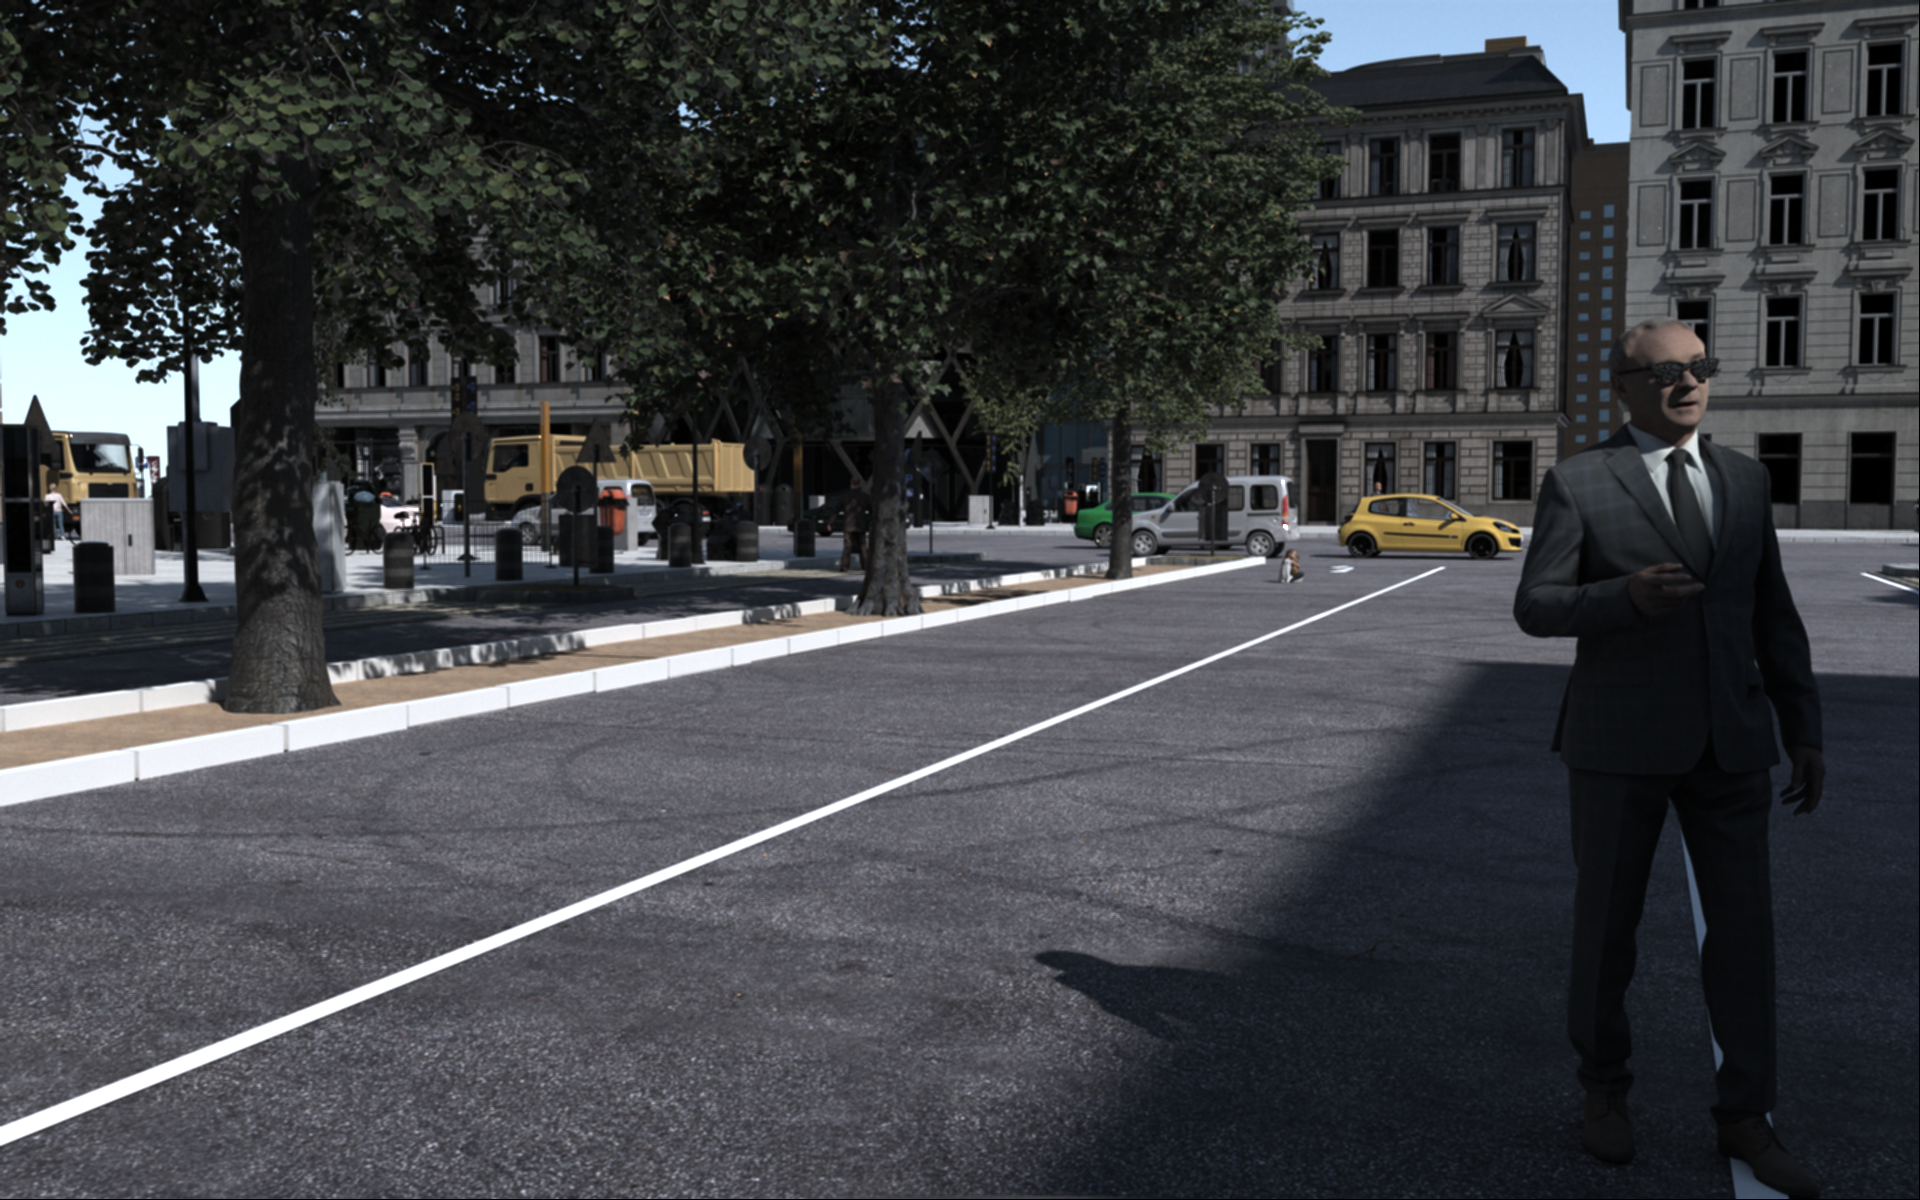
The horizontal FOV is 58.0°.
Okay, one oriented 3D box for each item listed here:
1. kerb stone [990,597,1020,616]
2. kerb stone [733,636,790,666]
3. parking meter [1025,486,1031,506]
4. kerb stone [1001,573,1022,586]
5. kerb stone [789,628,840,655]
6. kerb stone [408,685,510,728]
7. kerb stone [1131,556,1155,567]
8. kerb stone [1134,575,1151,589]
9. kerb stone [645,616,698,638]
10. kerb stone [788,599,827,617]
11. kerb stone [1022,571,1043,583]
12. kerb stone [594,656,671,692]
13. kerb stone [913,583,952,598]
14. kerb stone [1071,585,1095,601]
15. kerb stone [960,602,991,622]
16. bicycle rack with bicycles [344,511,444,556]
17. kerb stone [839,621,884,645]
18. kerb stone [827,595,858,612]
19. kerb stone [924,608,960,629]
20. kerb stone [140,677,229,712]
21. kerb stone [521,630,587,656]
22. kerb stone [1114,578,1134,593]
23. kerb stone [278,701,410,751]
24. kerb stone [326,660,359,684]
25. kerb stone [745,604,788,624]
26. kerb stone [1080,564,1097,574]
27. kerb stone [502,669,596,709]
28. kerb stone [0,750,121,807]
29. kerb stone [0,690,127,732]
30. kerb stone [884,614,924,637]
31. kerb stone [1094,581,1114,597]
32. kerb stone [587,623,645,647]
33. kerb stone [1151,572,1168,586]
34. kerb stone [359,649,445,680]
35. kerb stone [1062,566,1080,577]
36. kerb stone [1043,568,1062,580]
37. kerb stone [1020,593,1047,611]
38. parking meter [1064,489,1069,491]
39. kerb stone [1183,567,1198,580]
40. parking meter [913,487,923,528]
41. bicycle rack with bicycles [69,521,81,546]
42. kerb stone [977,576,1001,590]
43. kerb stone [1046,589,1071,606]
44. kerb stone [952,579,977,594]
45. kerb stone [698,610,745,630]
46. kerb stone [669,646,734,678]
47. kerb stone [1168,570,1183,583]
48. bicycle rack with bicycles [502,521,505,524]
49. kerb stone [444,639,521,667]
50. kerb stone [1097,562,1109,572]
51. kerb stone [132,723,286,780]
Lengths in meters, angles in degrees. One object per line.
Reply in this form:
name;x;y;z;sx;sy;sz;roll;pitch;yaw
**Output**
kerb stone;0.467;0.092;20.696;0.120;0.150;1.000;1;4;21
kerb stone;-1.763;0.446;14.911;0.120;0.150;1.000;1;4;21
parking meter;5.213;-7.749;132.410;0.399;1.863;0.255;1;4;15
kerb stone;0.719;-0.303;27.151;0.120;0.150;1.000;1;4;21
kerb stone;-1.387;0.386;15.887;0.120;0.150;1.000;1;4;21
kerb stone;-3.250;0.686;11.084;0.120;0.150;1.000;1;4;21
kerb stone;3.681;-0.770;34.814;0.120;0.150;1.000;1;4;21
kerb stone;2.693;-0.260;26.439;0.120;0.150;1.000;1;4;21
kerb stone;-2.985;0.290;17.570;0.120;0.150;1.000;1;4;21
kerb stone;-1.870;0.108;20.446;0.120;0.150;1.000;1;4;21
kerb stone;1.093;-0.360;28.110;0.120;0.150;1.000;1;4;21
kerb stone;-2.502;0.563;12.996;0.120;0.150;1.000;1;4;21
kerb stone;-0.390;-0.122;24.275;0.120;0.150;1.000;1;4;21
kerb stone;1.595;-0.084;23.562;0.120;0.150;1.000;1;4;21
kerb stone;0.101;0.158;19.737;0.120;0.150;1.000;1;4;21
bicycle rack with bicycles;-11.917;-1.410;36.435;2.852;0.926;2.925;1;4;12
kerb stone;-1.021;0.327;16.852;0.120;0.150;1.000;1;4;21
kerb stone;-1.498;0.048;21.406;0.120;0.150;1.000;1;4;21
kerb stone;-0.269;0.217;18.779;0.120;0.150;1.000;1;4;21
kerb stone;-5.215;0.635;11.805;0.120;0.150;1.000;1;4;21
kerb stone;-3.727;0.400;15.654;0.120;0.150;1.000;1;4;21
kerb stone;2.325;-0.201;25.483;0.120;0.150;1.000;1;4;21
kerb stone;-3.610;0.738;10.125;0.120;0.150;1.000;1;4;21
kerb stone;-4.842;0.577;12.772;0.120;0.150;1.000;1;4;21
kerb stone;-2.245;0.169;19.484;0.120;0.150;1.000;1;4;21
kerb stone;2.197;-0.538;30.987;0.120;0.150;1.000;1;4;21
kerb stone;-2.882;0.622;12.044;0.120;0.150;1.000;1;4;21
kerb stone;-4.358;0.858;8.205;0.120;0.150;1.000;1;4;21
kerb stone;-5.589;0.694;10.851;0.120;0.150;1.000;1;4;21
kerb stone;-0.643;0.273;17.807;0.120;0.150;1.000;1;4;21
kerb stone;1.950;-0.142;24.524;0.120;0.150;1.000;1;4;21
kerb stone;-3.365;0.341;16.613;0.120;0.150;1.000;1;4;21
kerb stone;3.066;-0.318;27.395;0.120;0.150;1.000;1;4;21
kerb stone;-4.475;0.518;13.731;0.120;0.150;1.000;1;4;21
kerb stone;1.832;-0.479;30.022;0.120;0.150;1.000;1;4;21
kerb stone;1.458;-0.415;29.068;0.120;0.150;1.000;1;4;21
kerb stone;0.837;0.034;21.657;0.120;0.150;1.000;1;4;21
parking meter;5.717;-5.210;93.587;0.372;1.533;0.369;0;3;0
kerb stone;3.804;-0.434;29.310;0.120;0.150;1.000;1;4;21
parking meter;-1.593;-3.527;66.079;0.372;1.533;0.369;0;3;0
bicycle rack with bicycles;-20.166;-1.769;42.306;2.925;0.926;2.852;-3;5;-40
kerb stone;0.349;-0.244;26.192;0.120;0.150;1.000;1;4;21
kerb stone;1.206;-0.026;22.613;0.120;0.150;1.000;1;4;21
kerb stone;-0.027;-0.184;25.233;0.120;0.150;1.000;1;4;21
kerb stone;-2.623;0.226;18.528;0.120;0.150;1.000;1;4;21
kerb stone;-2.137;0.504;13.954;0.120;0.150;1.000;1;4;21
kerb stone;3.430;-0.377;28.353;0.120;0.150;1.000;1;4;21
bicycle rack with bicycles;-19.109;-3.669;73.373;2.852;0.926;2.925;0;4;4
kerb stone;-4.099;0.459;14.699;0.120;0.150;1.000;1;4;21
kerb stone;2.576;-0.596;31.939;0.120;0.150;1.000;1;4;21
kerb stone;-3.987;0.799;9.161;0.120;0.150;1.000;1;4;21
